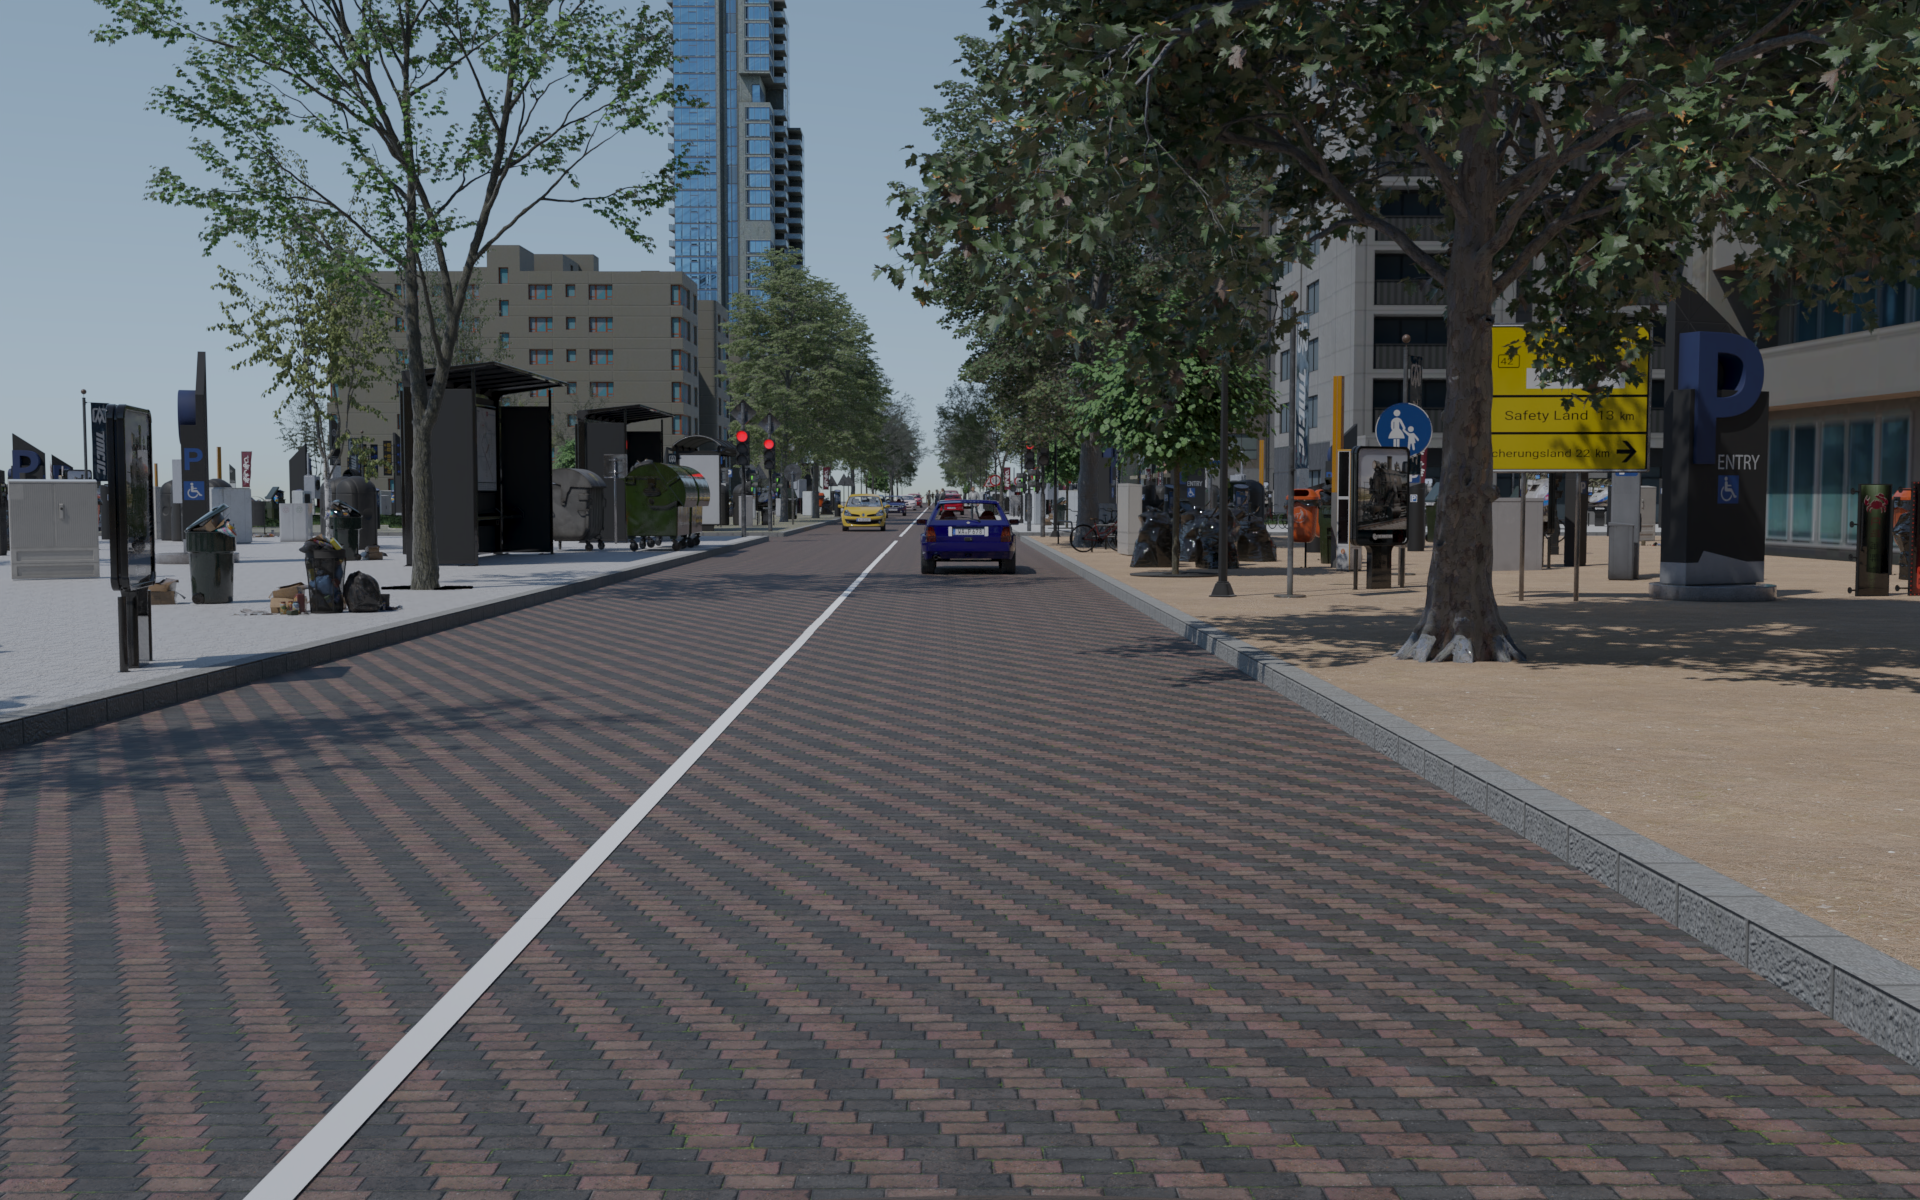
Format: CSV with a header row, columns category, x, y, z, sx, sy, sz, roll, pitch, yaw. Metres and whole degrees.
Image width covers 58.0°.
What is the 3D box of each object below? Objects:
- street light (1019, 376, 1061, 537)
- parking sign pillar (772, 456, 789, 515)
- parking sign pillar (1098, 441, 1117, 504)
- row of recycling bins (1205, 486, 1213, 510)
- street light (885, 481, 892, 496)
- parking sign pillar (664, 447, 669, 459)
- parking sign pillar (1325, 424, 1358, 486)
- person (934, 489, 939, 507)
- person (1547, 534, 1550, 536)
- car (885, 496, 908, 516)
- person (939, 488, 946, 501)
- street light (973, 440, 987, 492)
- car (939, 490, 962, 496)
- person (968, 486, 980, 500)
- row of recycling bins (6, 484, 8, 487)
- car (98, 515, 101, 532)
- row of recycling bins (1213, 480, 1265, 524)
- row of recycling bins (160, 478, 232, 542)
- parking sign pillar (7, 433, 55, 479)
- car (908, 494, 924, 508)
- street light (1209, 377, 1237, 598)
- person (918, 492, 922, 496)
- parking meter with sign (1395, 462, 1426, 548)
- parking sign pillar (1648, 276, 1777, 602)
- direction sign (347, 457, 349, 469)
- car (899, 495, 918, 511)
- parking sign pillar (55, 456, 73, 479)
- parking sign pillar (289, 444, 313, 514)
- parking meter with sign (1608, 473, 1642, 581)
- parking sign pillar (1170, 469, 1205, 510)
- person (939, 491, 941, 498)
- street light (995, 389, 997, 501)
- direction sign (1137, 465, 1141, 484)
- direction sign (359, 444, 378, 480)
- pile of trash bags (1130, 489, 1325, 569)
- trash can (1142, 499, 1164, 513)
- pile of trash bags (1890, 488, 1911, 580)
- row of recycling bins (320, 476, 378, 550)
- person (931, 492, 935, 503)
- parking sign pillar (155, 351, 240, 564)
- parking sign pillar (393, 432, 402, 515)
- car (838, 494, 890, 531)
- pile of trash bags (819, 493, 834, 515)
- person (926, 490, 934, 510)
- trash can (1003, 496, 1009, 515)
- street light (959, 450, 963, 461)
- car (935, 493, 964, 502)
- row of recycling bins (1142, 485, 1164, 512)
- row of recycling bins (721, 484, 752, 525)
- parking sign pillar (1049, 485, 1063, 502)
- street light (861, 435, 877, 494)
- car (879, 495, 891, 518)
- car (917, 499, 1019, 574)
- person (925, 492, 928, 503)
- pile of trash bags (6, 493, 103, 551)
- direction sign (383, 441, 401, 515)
category,x,y,z,sx,sy,sz,roll,pitch,yaw
street light,2.300,-4.830,51.504,1.470,5.913,1.316,0,4,-1
parking sign pillar,-11.271,-7.371,108.989,1.447,3.967,1.447,2,4,29
parking sign pillar,5.114,-4.388,60.218,1.447,3.967,1.447,1,4,16
row of recycling bins,15.551,-5.853,102.805,3.534,1.692,1.069,2,4,24
street light,-7.563,-11.865,166.531,1.470,5.913,1.316,0,4,-1
parking sign pillar,-16.770,-6.795,99.571,1.447,3.967,1.447,-1,4,-18
parking sign pillar,14.528,-4.744,66.030,1.447,3.967,1.447,-2,4,-35
person,-1.795,-7.576,132.544,0.526,1.800,0.537,-2,4,-23
person,18.653,-2.742,55.140,0.589,1.601,0.330,-2,4,-28
car,-4.371,-6.181,113.643,1.945,1.354,3.894,0,4,-1
person,-1.166,-5.803,103.651,0.573,1.790,0.520,2,4,23
street light,1.648,-8.107,105.086,1.470,5.913,1.316,0,4,-1
car,-0.932,-9.804,168.974,2.281,1.827,5.304,0,4,0
person,0.744,-4.931,88.960,0.661,1.843,0.795,2,4,25
row of recycling bins,-53.453,-5.563,98.062,1.069,1.692,3.534,2,4,34
car,-29.851,-2.657,56.018,3.894,1.354,1.945,0,3,0
row of recycling bins,8.264,-2.661,50.627,1.069,1.692,3.534,0,4,0
row of recycling bins,-20.643,-2.425,46.765,1.069,1.692,3.534,-3,5,-44
parking sign pillar,-41.240,-5.396,76.697,1.447,3.967,1.447,-1,4,-11
car,-4.858,-10.604,182.413,2.155,1.783,4.494,0,4,0
street light,2.740,-2.992,21.456,1.470,5.913,1.316,0,4,-1
person,-6.368,-15.762,266.943,1.217,1.736,0.721,0,4,-7
parking meter with sign,10.786,-2.782,41.751,0.543,3.016,1.738,0,4,-5
parking sign pillar,9.220,-1.997,21.123,1.447,3.967,1.447,-2,4,-24
direction sign,-37.105,-6.976,106.058,0.876,3.537,0.379,1,4,15
car,-4.725,-8.471,150.866,2.083,1.381,4.827,0,4,-1
parking sign pillar,-60.656,-7.871,117.158,1.447,3.967,1.447,-2,4,-35
parking sign pillar,-35.507,-6.409,93.257,1.447,3.967,1.447,2,4,29
parking meter with sign,10.126,-1.842,26.376,0.543,3.016,1.738,1,4,21
parking sign pillar,8.455,-4.635,64.249,1.447,3.967,1.447,-2,4,-29
person,-2.392,-11.794,201.862,0.617,1.759,0.750,3,4,37
street light,2.155,-6.299,75.531,1.470,5.913,1.316,0,4,-1
direction sign,13.828,-8.671,133.763,0.379,3.537,0.876,1,4,21
direction sign,-26.793,-5.293,78.544,0.876,3.537,0.379,-3,5,-45
pile of trash bags,4.624,-1.263,30.404,3.447,1.369,1.912,2,4,25
trash can,5.288,-2.201,47.641,0.748,1.137,0.748,0,3,0
pile of trash bags,14.972,-0.995,26.019,1.912,1.369,3.447,0,4,1
row of recycling bins,-14.573,-2.079,41.103,1.069,1.692,3.534,-2,4,-27
person,-4.551,-17.206,289.919,1.348,1.812,0.705,0,4,-2
parking sign pillar,-14.207,-2.672,32.161,1.447,3.967,1.447,-1,4,-21
parking sign pillar,-24.347,-5.376,76.371,1.447,3.967,1.447,2,4,26
car,-3.748,-3.522,67.813,2.015,1.641,3.980,0,4,-2
pile of trash bags,-8.764,-6.004,107.920,1.912,1.369,3.447,0,4,0
person,-2.819,-9.290,160.390,0.705,1.824,1.348,2,4,30
trash can,2.912,-5.922,108.478,0.748,1.137,0.748,0,3,0
street light,0.901,-12.750,181.000,1.470,5.913,1.316,0,4,-1
car,-0.625,-6.694,118.494,2.155,1.783,4.494,0,4,-1
row of recycling bins,9.636,-4.488,80.495,3.534,1.692,1.069,-3,5,-40
row of recycling bins,-10.267,-3.914,71.113,3.534,1.692,1.069,0,4,2
parking sign pillar,6.338,-7.693,114.253,1.447,3.967,1.447,-1,4,-16
street light,-7.225,-10.009,136.186,1.470,5.913,1.316,0,4,-1
car,-5.154,-5.598,103.531,2.014,1.417,4.499,0,4,-2
car,0.148,-1.212,32.395,1.945,1.354,3.894,0,3,0
person,-5.392,-16.809,283.416,1.350,1.814,0.705,-2,4,-31
pile of trash bags,-21.299,-1.841,39.846,3.447,1.369,1.912,1,4,11
direction sign,-23.988,-4.983,73.464,0.876,3.537,0.379,-2,4,-31
